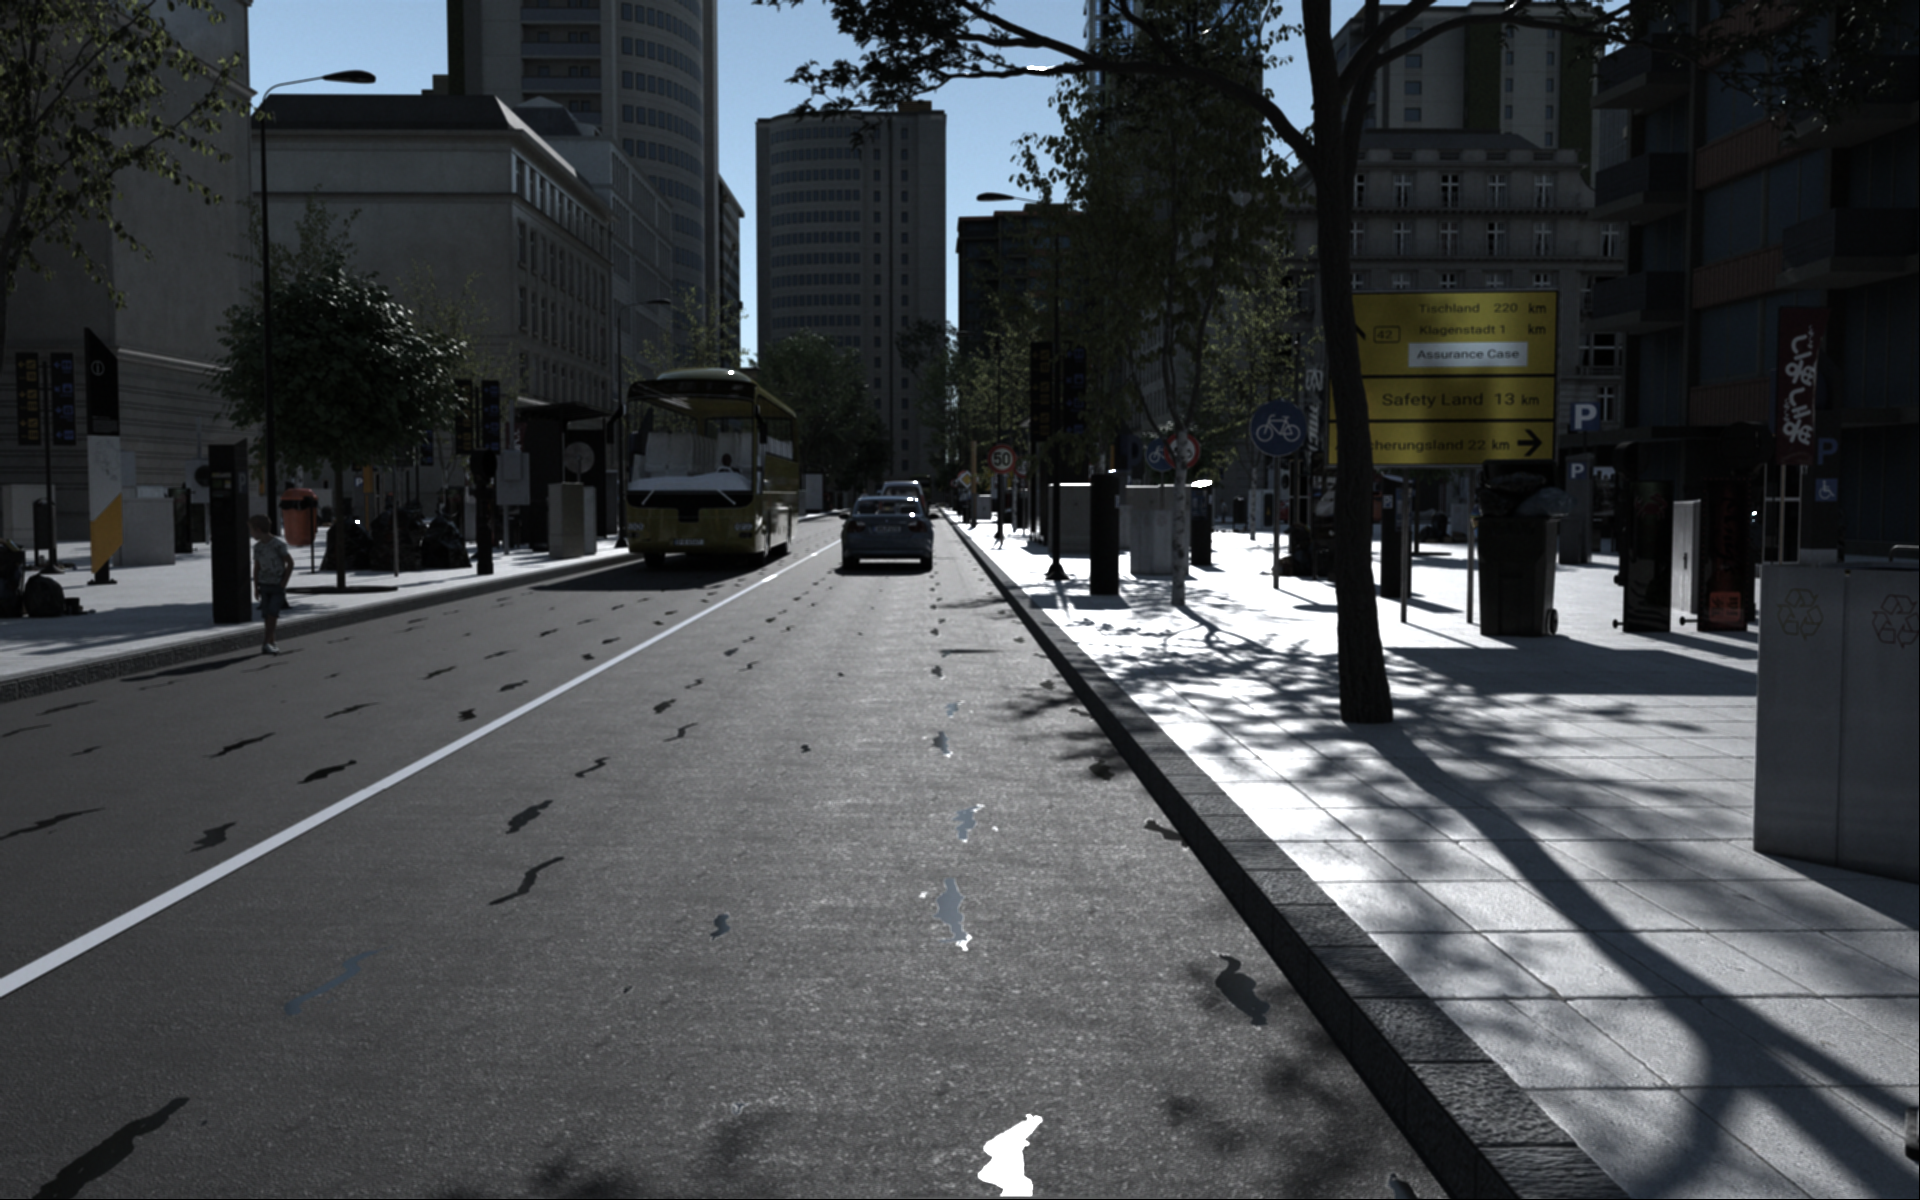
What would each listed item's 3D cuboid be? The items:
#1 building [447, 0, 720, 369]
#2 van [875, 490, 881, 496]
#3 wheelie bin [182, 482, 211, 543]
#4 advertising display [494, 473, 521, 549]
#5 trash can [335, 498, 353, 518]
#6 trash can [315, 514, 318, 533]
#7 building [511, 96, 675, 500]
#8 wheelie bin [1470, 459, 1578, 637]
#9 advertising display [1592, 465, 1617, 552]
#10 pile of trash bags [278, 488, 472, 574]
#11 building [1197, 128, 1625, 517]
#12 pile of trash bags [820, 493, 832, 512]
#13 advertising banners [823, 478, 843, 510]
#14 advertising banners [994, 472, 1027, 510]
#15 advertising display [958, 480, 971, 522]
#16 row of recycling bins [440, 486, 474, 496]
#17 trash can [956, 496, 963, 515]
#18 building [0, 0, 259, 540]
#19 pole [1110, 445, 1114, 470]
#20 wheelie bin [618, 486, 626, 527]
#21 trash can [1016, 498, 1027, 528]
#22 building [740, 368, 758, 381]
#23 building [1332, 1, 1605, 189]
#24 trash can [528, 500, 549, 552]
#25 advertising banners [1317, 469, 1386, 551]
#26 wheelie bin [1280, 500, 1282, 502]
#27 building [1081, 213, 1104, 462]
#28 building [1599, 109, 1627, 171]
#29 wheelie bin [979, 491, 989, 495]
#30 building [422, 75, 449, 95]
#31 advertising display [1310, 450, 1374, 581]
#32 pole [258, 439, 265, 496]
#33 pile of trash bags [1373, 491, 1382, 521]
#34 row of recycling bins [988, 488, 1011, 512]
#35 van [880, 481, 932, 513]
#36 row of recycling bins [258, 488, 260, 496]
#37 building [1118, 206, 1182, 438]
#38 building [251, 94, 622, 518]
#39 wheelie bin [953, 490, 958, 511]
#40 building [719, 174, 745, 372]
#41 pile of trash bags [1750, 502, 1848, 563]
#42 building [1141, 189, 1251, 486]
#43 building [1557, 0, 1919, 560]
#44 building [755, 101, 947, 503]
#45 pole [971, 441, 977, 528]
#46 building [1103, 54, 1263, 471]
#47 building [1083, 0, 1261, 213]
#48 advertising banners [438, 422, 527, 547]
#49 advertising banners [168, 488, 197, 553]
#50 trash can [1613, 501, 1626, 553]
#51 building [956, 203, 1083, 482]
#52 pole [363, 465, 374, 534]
[{"bbox_3d":[-35.526,-38.273,167.755,21.231,58.520,28.212,0,4,-1],"label":"building"},{"bbox_3d":[-7.446,-9.844,167.968,2.013,2.044,4.112,0,4,-3],"label":"van"},{"bbox_3d":[-20.236,-2.326,45.940,0.693,1.594,0.980,3,5,41],"label":"wheelie bin"},{"bbox_3d":[-10.623,-2.169,40.675,0.123,1.923,0.974,1,4,18],"label":"advertising display"},{"bbox_3d":[-24.804,-3.552,69.732,0.748,1.137,0.748,0,3,0],"label":"trash can"},{"bbox_3d":[-20.378,-2.592,54.040,0.748,1.137,0.748,0,3,0],"label":"trash can"},{"bbox_3d":[-30.349,-22.016,137.449,11.434,29.767,29.804,0,4,-1],"label":"building"},{"bbox_3d":[5.096,-0.479,15.745,0.980,1.594,0.693,2,4,29],"label":"wheelie bin"},{"bbox_3d":[14.023,-2.029,38.381,0.974,1.923,0.123,1,4,19],"label":"advertising display"},{"bbox_3d":[-9.974,-1.185,29.120,1.912,1.369,3.447,2,4,26],"label":"pile of trash bags"},{"bbox_3d":[26.676,-15.841,100.797,24.055,21.916,13.314,0,4,-1],"label":"building"},{"bbox_3d":[-10.380,-7.274,128.684,1.912,1.369,3.447,1,4,13],"label":"pile of trash bags"},{"bbox_3d":[-10.486,-8.847,140.834,2.074,3.025,0.090,-1,4,-10],"label":"advertising banners"},{"bbox_3d":[2.388,-5.396,84.418,2.074,3.025,0.090,-3,4,-37],"label":"advertising banners"},{"bbox_3d":[0.303,-4.539,79.419,0.974,1.923,0.123,3,4,38],"label":"advertising display"},{"bbox_3d":[-26.036,-5.042,89.542,1.069,1.692,3.534,0,4,3],"label":"row of recycling bins"},{"bbox_3d":[0.100,-5.904,108.186,0.748,1.137,0.748,0,3,0],"label":"trash can"},{"bbox_3d":[-33.105,-13.201,52.001,21.152,22.565,11.583,0,4,-1],"label":"building"},{"bbox_3d":[6.337,-4.780,71.997,0.158,3.312,0.155,0,3,0],"label":"pole"},{"bbox_3d":[-13.253,-3.587,66.562,0.980,1.594,0.693,3,4,38],"label":"wheelie bin"},{"bbox_3d":[2.353,-3.282,65.315,0.748,1.137,0.748,0,3,0],"label":"trash can"},{"bbox_3d":[-45.215,-25.711,265.420,28.899,21.520,27.650,0,4,-1],"label":"building"},{"bbox_3d":[59.308,-40.681,207.136,28.212,58.520,21.231,0,4,-1],"label":"building"},{"bbox_3d":[-9.317,-1.652,38.668,0.748,1.137,0.748,0,3,0],"label":"trash can"},{"bbox_3d":[8.890,-2.635,39.263,2.074,3.025,0.090,-1,4,-22],"label":"advertising banners"},{"bbox_3d":[15.831,-4.772,85.934,0.980,1.594,0.693,-1,4,-16],"label":"wheelie bin"},{"bbox_3d":[19.315,-24.938,179.440,14.160,30.474,14.107,0,4,-1],"label":"building"},{"bbox_3d":[48.825,-17.239,99.883,19.932,24.808,12.078,0,4,-1],"label":"building"},{"bbox_3d":[1.560,-6.657,116.752,0.693,1.594,0.980,1,4,18],"label":"wheelie bin"},{"bbox_3d":[-60.551,-35.555,205.033,21.600,48.544,21.300,0,4,-1],"label":"building"},{"bbox_3d":[5.600,-1.237,25.438,0.974,1.923,0.123,3,5,41],"label":"advertising display"},{"bbox_3d":[-25.955,-4.315,64.396,0.158,3.312,0.155,0,3,0],"label":"pole"},{"bbox_3d":[12.025,-2.700,53.899,1.912,1.369,3.447,-2,4,-33],"label":"pile of trash bags"},{"bbox_3d":[2.974,-7.043,122.260,1.069,1.692,3.534,-2,4,-26],"label":"row of recycling bins"},{"bbox_3d":[-1.945,-3.152,58.547,2.013,2.044,4.112,0,4,-1],"label":"van"},{"bbox_3d":[-36.063,-4.867,86.692,3.534,1.692,1.069,3,5,39],"label":"row of recycling bins"},{"bbox_3d":[22.011,-18.811,140.845,16.112,22.955,30.059,0,4,-1],"label":"building"},{"bbox_3d":[-31.644,-16.787,107.751,16.112,22.955,30.059,0,4,-1],"label":"building"},{"bbox_3d":[-0.206,-7.439,129.543,0.693,1.594,0.980,0,4,-1],"label":"wheelie bin"},{"bbox_3d":[-37.651,-31.081,200.057,23.993,40.220,32.217,0,4,-1],"label":"building"},{"bbox_3d":[15.358,-1.363,32.033,1.912,1.369,3.447,2,4,23],"label":"pile of trash bags"},{"bbox_3d":[18.550,-16.067,117.439,10.420,20.320,16.860,0,4,-1],"label":"building"},{"bbox_3d":[28.254,-23.626,40.909,22.147,44.769,28.867,0,4,-1],"label":"building"},{"bbox_3d":[-16.244,-44.049,262.193,28.212,58.520,21.231,0,4,-1],"label":"building"},{"bbox_3d":[0.523,-4.433,66.321,0.158,3.312,0.155,0,3,0],"label":"pole"},{"bbox_3d":[20.557,-29.448,165.063,14.154,41.232,14.086,0,4,-1],"label":"building"},{"bbox_3d":[22.934,-54.303,200.523,22.319,86.520,31.000,0,4,-1],"label":"building"},{"bbox_3d":[-11.501,-2.796,41.909,2.074,3.025,0.090,0,4,-3],"label":"advertising banners"},{"bbox_3d":[-17.602,-2.515,37.308,2.074,3.025,0.090,-1,4,-14],"label":"advertising banners"},{"bbox_3d":[14.178,-1.527,36.622,0.748,1.137,0.748,0,3,0],"label":"trash can"},{"bbox_3d":[12.283,-37.243,263.550,28.867,44.769,22.147,0,4,-1],"label":"building"},{"bbox_3d":[-12.987,-2.701,37.997,0.158,3.312,0.155,0,3,0],"label":"pole"}]
